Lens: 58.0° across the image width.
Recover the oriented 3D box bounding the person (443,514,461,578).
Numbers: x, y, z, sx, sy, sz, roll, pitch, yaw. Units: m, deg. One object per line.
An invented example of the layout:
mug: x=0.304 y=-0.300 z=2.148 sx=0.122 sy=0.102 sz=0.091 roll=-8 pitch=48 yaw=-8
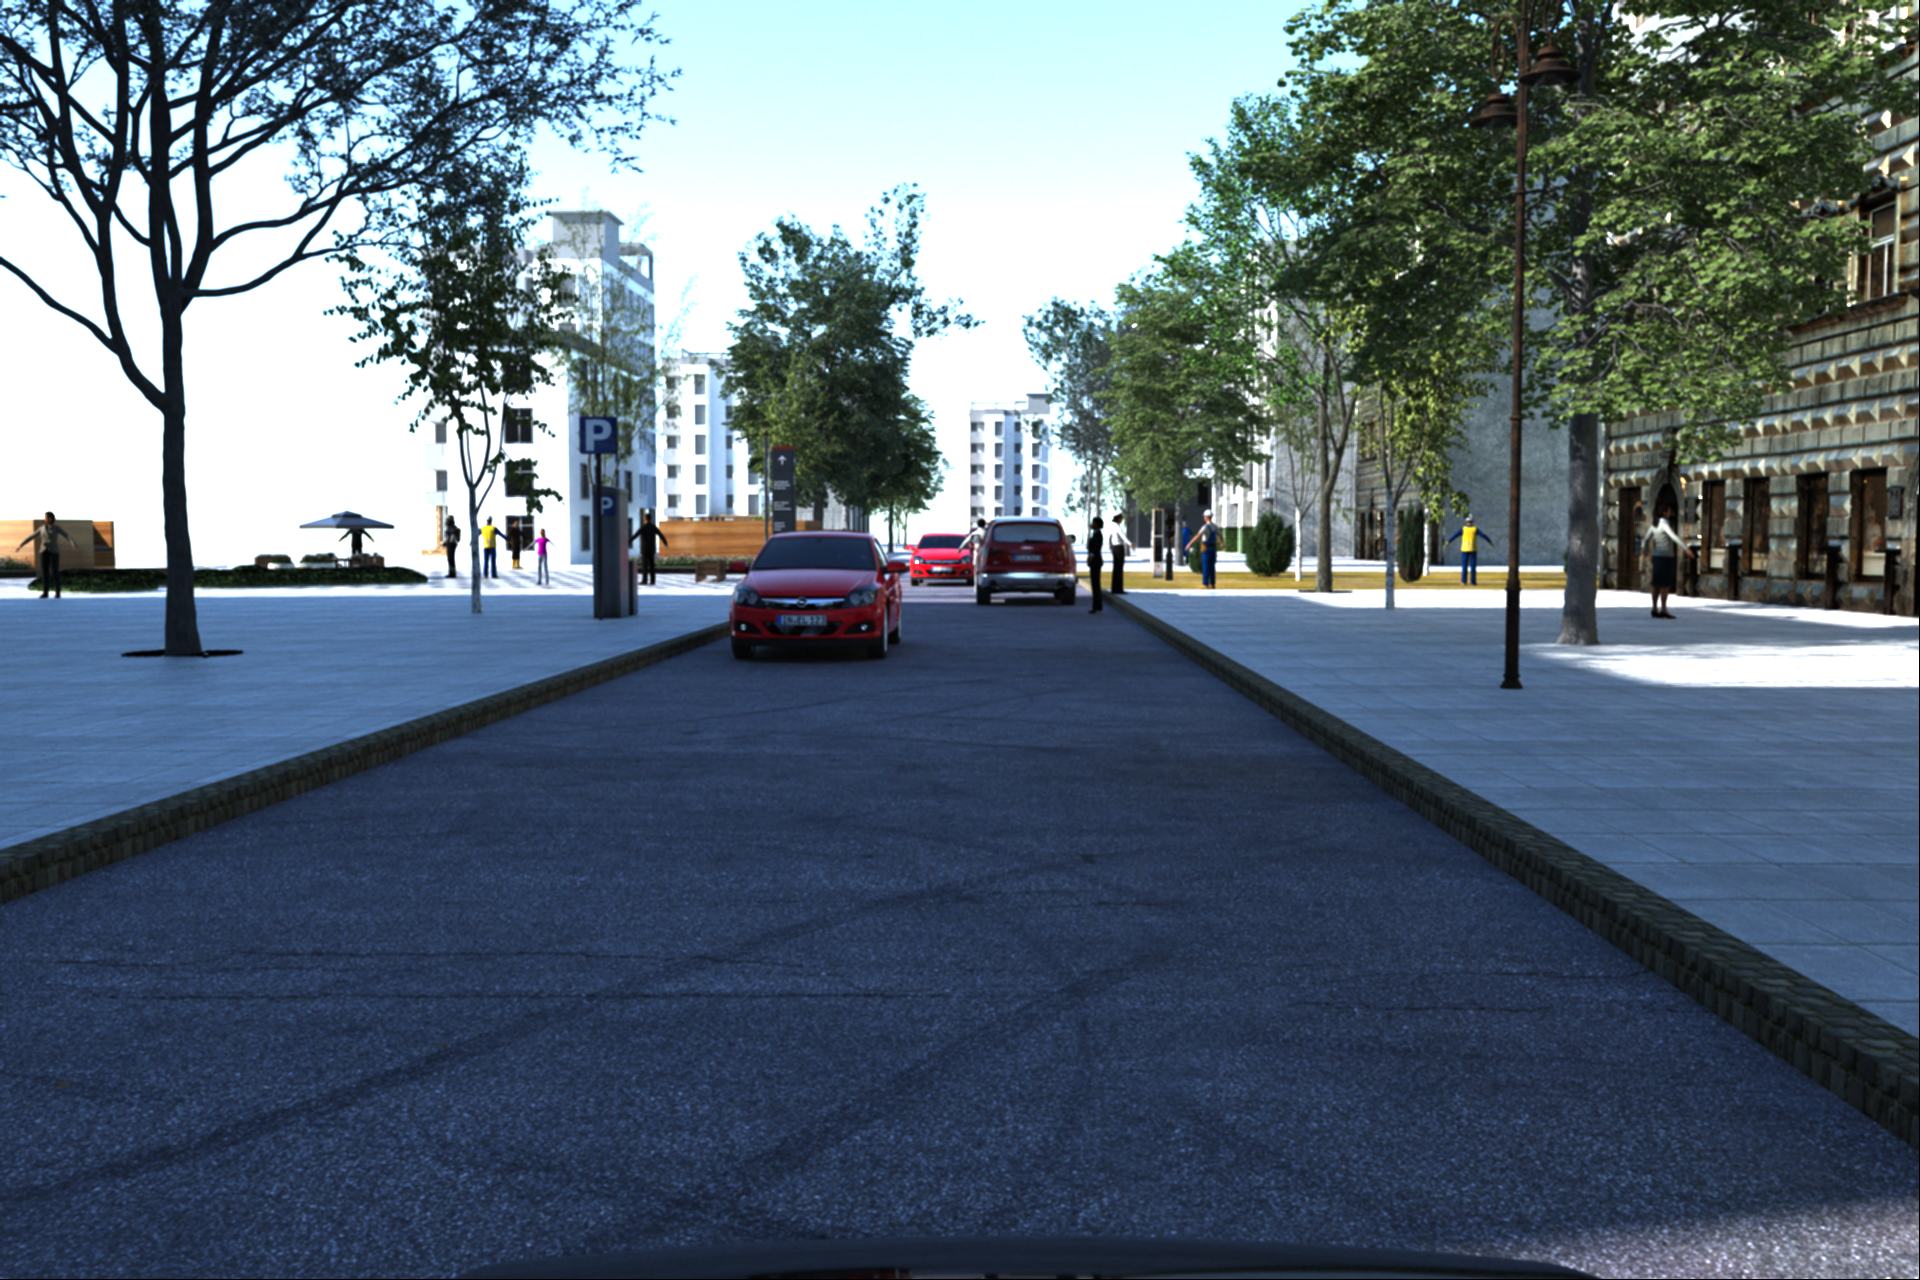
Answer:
person: x=-14.965 y=-2.755 z=50.826 sx=0.705 sy=1.856 sz=1.354 roll=-2 pitch=4 yaw=-25

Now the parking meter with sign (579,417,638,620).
parking meter with sign: x=-5.351 y=-1.859 z=26.649 sx=0.543 sy=3.016 sz=1.738 roll=0 pitch=4 yaw=2

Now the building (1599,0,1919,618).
building: x=23.923 y=-12.193 z=30.293 sx=19.493 sy=23.208 sz=18.063 roll=0 pitch=4 yaw=1

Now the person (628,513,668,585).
person: x=-7.904 y=-2.297 z=43.787 sx=1.346 sy=1.802 sz=0.704 roll=-3 pitch=5 yaw=-44

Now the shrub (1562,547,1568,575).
shrub: x=17.889 y=-2.381 z=50.051 sx=1.383 sy=1.207 sz=1.383 roll=0 pitch=3 yaw=0

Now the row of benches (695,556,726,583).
row of benches: x=-6.858 y=-1.971 z=47.696 sx=1.422 sy=0.672 sz=4.104 roll=0 pitch=4 yaw=-5

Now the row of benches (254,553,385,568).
row of benches: x=-20.831 y=-2.487 z=56.132 sx=4.104 sy=0.672 sz=1.422 roll=-2 pitch=4 yaw=-26

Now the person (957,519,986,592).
person: x=0.543 y=-2.075 z=42.566 sx=1.347 sy=1.806 sz=0.705 roll=1 pitch=4 yaw=18

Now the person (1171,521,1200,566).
person: x=9.000 y=-3.863 z=69.289 sx=1.347 sy=1.817 sz=0.704 roll=-1 pitch=4 yaw=-9

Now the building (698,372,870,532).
building: x=-20.049 y=-20.682 z=204.613 sx=16.747 sy=18.905 sz=31.486 roll=0 pitch=4 yaw=1

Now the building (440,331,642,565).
building: x=-20.258 y=-8.783 z=85.748 sx=9.099 sy=9.664 sz=28.070 roll=0 pitch=4 yaw=2

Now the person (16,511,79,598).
person: x=-18.268 y=-1.709 z=34.699 sx=1.215 sy=1.744 sz=0.721 roll=0 pitch=4 yaw=-3

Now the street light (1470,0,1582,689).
street light: x=4.589 y=-2.535 z=14.236 sx=0.468 sy=5.910 sz=1.993 roll=0 pitch=4 yaw=2

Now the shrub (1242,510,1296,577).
shrub: x=9.300 y=-2.915 z=52.082 sx=1.690 sy=2.028 sz=1.600 roll=0 pitch=3 yaw=0

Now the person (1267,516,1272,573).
person: x=10.118 y=-3.105 z=56.527 sx=0.705 sy=1.858 sz=1.354 roll=-1 pitch=4 yaw=-10

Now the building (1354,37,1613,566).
building: x=29.011 y=-15.114 z=78.047 sx=19.493 sy=23.208 sz=18.063 roll=0 pitch=4 yaw=2

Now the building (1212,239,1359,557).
building: x=26.599 y=-15.046 z=112.454 sx=16.747 sy=18.905 sz=31.486 roll=0 pitch=4 yaw=2

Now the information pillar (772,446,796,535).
information pillar: x=-5.219 y=-3.796 z=51.438 sx=0.750 sy=3.857 sz=0.750 roll=0 pitch=4 yaw=2

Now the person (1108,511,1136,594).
person: x=3.455 y=-1.873 z=37.084 sx=0.721 sy=1.778 sz=1.216 roll=-1 pitch=4 yaw=-19

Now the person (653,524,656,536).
person: x=-13.779 y=-4.297 z=77.065 sx=0.721 sy=1.733 sz=1.217 roll=-2 pitch=4 yaw=-25

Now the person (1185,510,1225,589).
person: x=5.787 y=-2.116 z=40.458 sx=1.347 sy=1.847 sz=0.705 roll=-3 pitch=5 yaw=-41

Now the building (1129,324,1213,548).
building: x=30.695 y=-20.183 z=173.967 sx=27.936 sy=21.610 sz=32.646 roll=0 pitch=4 yaw=2

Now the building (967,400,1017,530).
building: x=1.348 y=-23.056 z=235.842 sx=11.380 sy=20.090 sz=16.016 roll=0 pitch=4 yaw=-1

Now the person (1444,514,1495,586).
person: x=12.736 y=-2.253 z=43.299 sx=1.216 sy=1.772 sz=0.721 roll=1 pitch=4 yaw=17

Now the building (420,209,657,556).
building: x=-25.397 y=-15.049 z=102.469 sx=16.016 sy=20.090 sz=11.380 roll=0 pitch=4 yaw=1

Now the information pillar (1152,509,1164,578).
information pillar: x=5.821 y=-2.838 z=50.901 sx=0.304 sy=2.012 sz=0.304 roll=0 pitch=4 yaw=1

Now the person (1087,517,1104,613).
person: x=2.392 y=-1.361 z=31.426 sx=0.721 sy=1.740 sz=1.216 roll=0 pitch=4 yaw=7

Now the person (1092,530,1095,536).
person: x=6.166 y=-4.480 z=79.440 sx=0.705 sy=1.806 sz=1.347 roll=0 pitch=4 yaw=-3

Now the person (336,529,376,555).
person: x=-21.314 y=-3.379 z=61.179 sx=1.347 sy=1.837 sz=0.705 roll=0 pitch=4 yaw=-5

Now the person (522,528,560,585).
person: x=-10.572 y=-2.110 z=43.773 sx=0.991 sy=1.433 sz=0.599 roll=0 pitch=4 yaw=7

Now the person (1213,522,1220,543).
person: x=10.677 y=-4.116 z=73.563 sx=0.705 sy=1.796 sz=1.348 roll=-2 pitch=4 yaw=-28

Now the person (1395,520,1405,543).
person: x=16.440 y=-3.523 z=63.742 sx=1.345 sy=1.843 sz=0.704 roll=-3 pitch=4 yaw=-39

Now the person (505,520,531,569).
person: x=-16.200 y=-3.497 z=63.310 sx=0.704 sy=1.812 sz=1.346 roll=2 pitch=4 yaw=25

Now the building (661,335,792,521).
building: x=-22.301 y=-18.908 z=165.560 sx=16.016 sy=20.090 sz=11.380 roll=0 pitch=4 yaw=2

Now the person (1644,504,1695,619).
person: x=10.777 y=-1.197 z=26.400 sx=0.721 sy=1.735 sz=1.217 roll=-1 pitch=4 yaw=-11

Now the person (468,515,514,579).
person: x=-13.558 y=-2.692 z=49.979 sx=1.349 sy=1.833 sz=0.705 roll=0 pitch=4 yaw=5
